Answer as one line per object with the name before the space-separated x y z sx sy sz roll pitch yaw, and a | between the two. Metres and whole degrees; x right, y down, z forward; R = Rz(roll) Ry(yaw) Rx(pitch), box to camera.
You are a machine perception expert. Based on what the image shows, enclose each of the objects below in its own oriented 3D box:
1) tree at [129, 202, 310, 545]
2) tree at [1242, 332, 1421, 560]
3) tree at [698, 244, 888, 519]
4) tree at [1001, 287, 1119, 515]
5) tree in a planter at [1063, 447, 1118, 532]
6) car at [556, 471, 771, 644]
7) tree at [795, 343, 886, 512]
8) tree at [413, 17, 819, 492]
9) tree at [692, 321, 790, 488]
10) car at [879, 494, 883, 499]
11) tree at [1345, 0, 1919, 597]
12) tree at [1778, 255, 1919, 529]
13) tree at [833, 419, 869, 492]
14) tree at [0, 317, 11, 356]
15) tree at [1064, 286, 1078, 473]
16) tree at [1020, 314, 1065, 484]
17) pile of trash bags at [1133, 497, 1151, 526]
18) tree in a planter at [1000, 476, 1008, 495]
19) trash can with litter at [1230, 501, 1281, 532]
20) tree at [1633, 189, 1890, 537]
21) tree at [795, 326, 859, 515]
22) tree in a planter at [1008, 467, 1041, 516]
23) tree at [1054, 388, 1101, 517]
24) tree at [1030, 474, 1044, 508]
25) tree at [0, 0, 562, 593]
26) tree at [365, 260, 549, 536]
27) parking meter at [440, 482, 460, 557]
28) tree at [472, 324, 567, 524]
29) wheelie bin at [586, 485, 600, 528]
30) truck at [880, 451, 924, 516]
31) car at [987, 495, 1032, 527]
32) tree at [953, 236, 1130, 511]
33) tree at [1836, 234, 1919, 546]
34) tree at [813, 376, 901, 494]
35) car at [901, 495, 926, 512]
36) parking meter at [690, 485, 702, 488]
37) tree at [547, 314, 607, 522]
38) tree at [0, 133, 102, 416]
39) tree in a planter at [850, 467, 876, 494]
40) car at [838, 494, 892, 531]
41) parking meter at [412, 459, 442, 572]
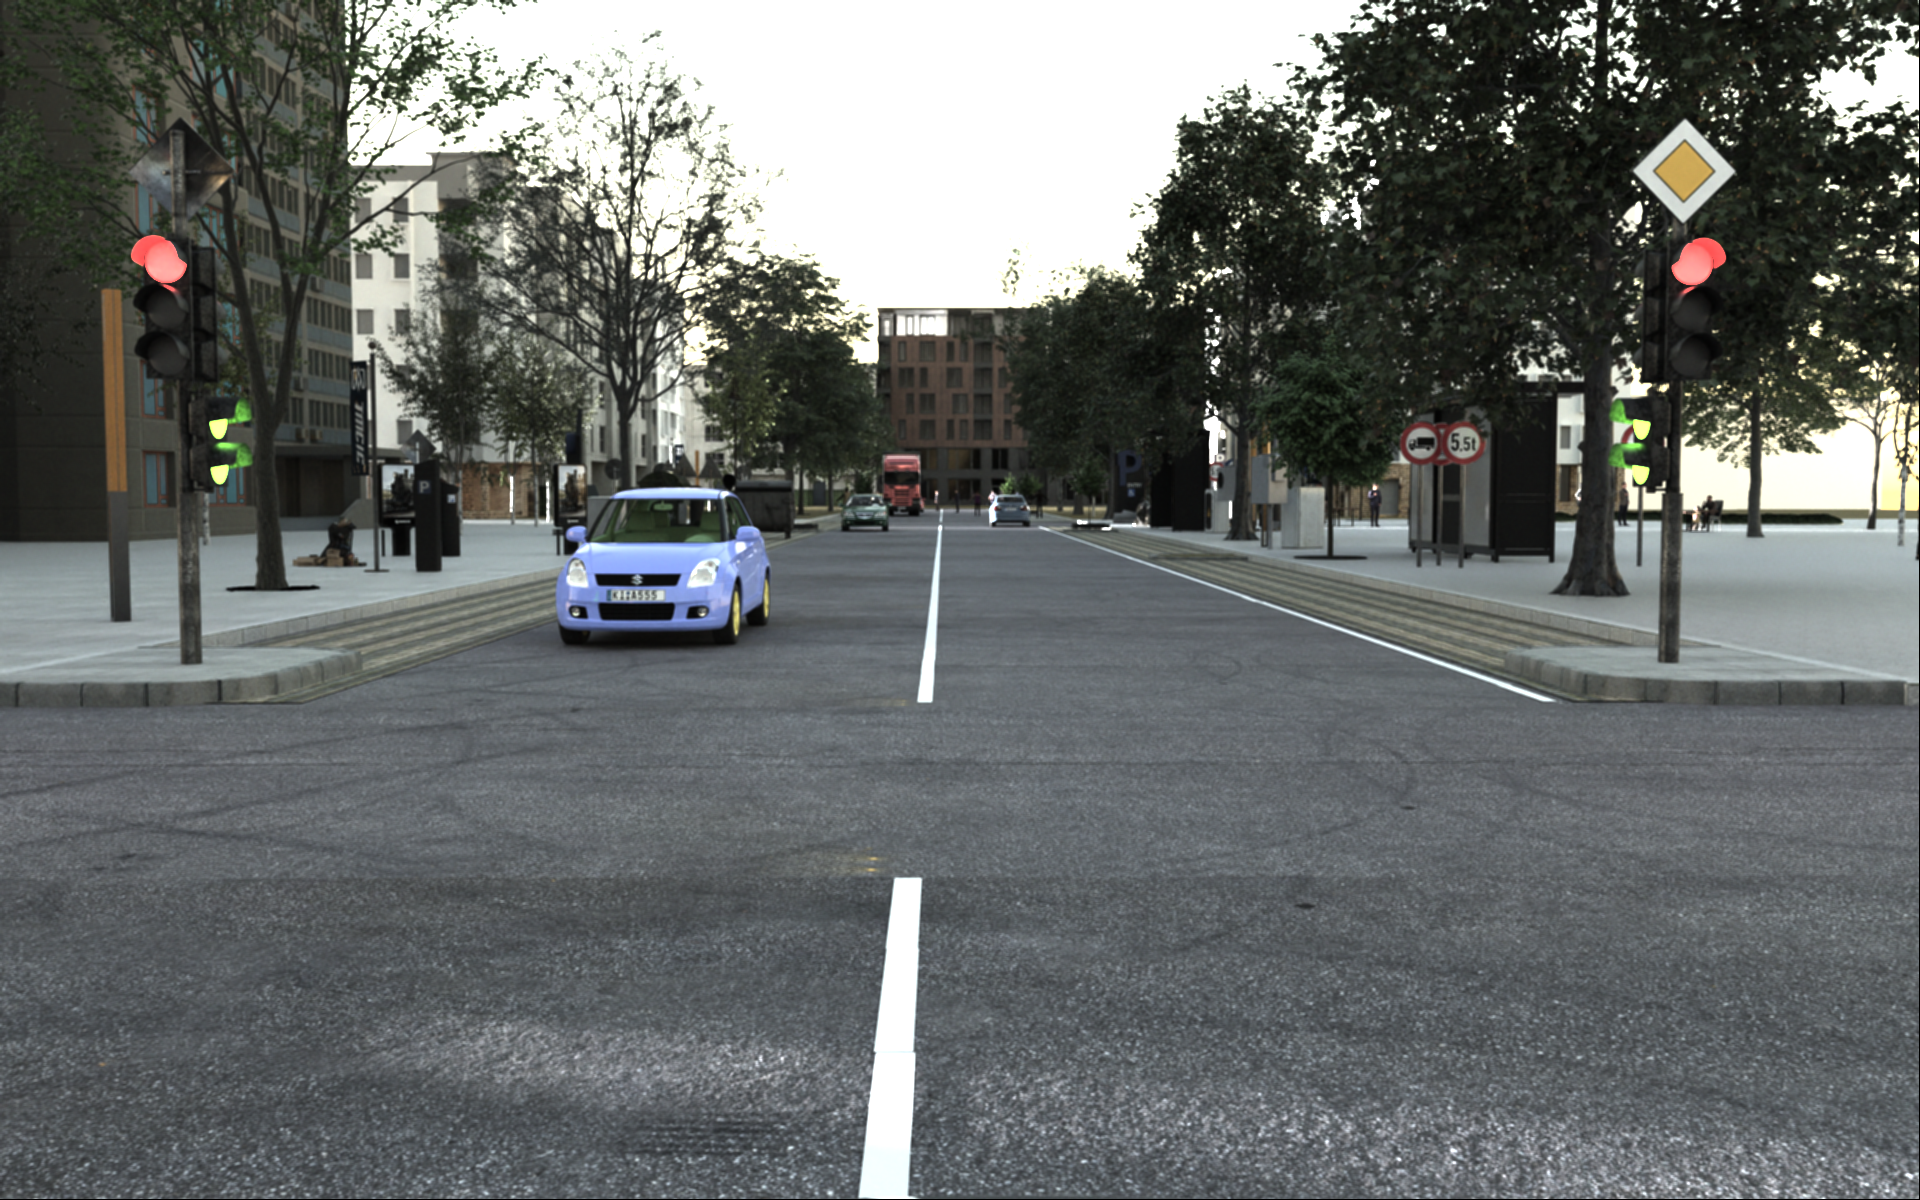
tree | -18.829 -5.698 43.519 4.737 8.622 4.395 0 3 0
tree | 7.357 -3.107 34.513 4.285 4.588 4.351 0 3 0
tree | -8.571 -11.094 88.043 9.857 13.997 8.962 0 3 0
tree | 7.355 -12.207 106.236 9.857 13.997 8.962 0 3 0
tree in a planter | 4.919 -4.187 65.673 1.991 3.239 1.994 0 4 -1
car | -2.946 -0.492 17.628 1.945 1.707 3.694 0 4 0
tree | -9.234 -12.765 126.835 7.486 12.596 7.792 0 3 0
tree | -8.722 -8.233 44.975 12.009 13.543 11.850 0 3 0
tree | -8.901 -7.392 71.222 4.737 8.622 4.395 0 3 0
car | -7.024 -8.637 151.432 2.015 1.641 3.980 0 4 -2
tree | 8.178 -6.414 21.880 9.611 12.733 9.660 0 3 0
tree | 33.634 -7.858 62.889 7.601 10.594 8.767 1 4 11
tree | -9.525 -11.896 144.861 4.737 8.622 4.395 0 3 0
tree | -18.256 -5.605 26.054 7.601 10.594 8.767 0 4 -2
tree | 7.979 -8.011 47.985 9.611 12.733 9.660 0 3 0
tree | 7.714 -10.370 86.564 9.611 12.733 9.660 0 3 0
pile of trash bags | 8.210 -3.662 69.631 1.912 1.369 3.447 -1 4 -9
tree in a planter | 4.176 -8.894 142.635 1.991 3.239 1.994 0 4 -1
trash can with litter | 10.495 -2.994 60.009 2.233 1.210 1.678 -1 4 -18
tree | 23.432 -8.128 51.023 7.486 12.596 7.792 0 3 0
tree | -9.613 -11.016 105.875 9.928 11.665 9.643 0 3 0
tree in a planter | 4.439 -7.246 115.693 1.991 3.239 1.994 0 4 -1
tree | 7.166 -8.894 95.779 4.360 8.622 3.978 0 3 0
tree | 6.767 -10.224 161.768 1.663 3.219 1.824 0 3 0
tree | -9.179 -5.944 22.945 9.928 11.665 9.643 0 3 0
tree | -15.690 -6.298 53.327 4.360 8.622 3.978 0 3 0
parking meter | -10.498 -1.667 35.671 0.372 1.533 0.369 0 3 0
tree | -18.754 -7.509 73.139 4.737 8.622 4.395 0 3 0
wheelie bin | -12.763 -3.137 59.193 0.980 1.594 0.693 -3 5 -41
truck | -3.923 -7.762 115.817 2.839 4.237 11.283 0 4 -2
car | 2.204 -3.970 76.916 2.014 1.417 4.499 0 4 0
tree | 6.316 -16.657 128.234 12.611 20.169 13.585 0 3 0
tree | 23.551 -5.641 42.598 4.360 8.622 3.978 0 3 0
tree | -9.716 -15.068 163.363 9.611 12.733 9.660 0 3 0
car | -3.788 -7.865 137.633 2.155 1.783 4.494 0 4 1
parking meter | -7.753 -2.598 50.892 0.372 1.533 0.369 0 3 0
tree | -16.395 -7.184 67.823 4.360 8.622 3.978 0 3 0
tree | -19.169 -5.097 33.692 4.360 8.622 3.978 0 3 0
tree in a planter | -6.489 -7.194 114.837 1.991 3.239 1.994 0 4 -1
car | -3.727 -3.451 68.225 2.131 1.459 4.920 0 4 -2
parking meter | -8.818 -1.403 28.653 0.399 1.863 0.255 0 4 5
